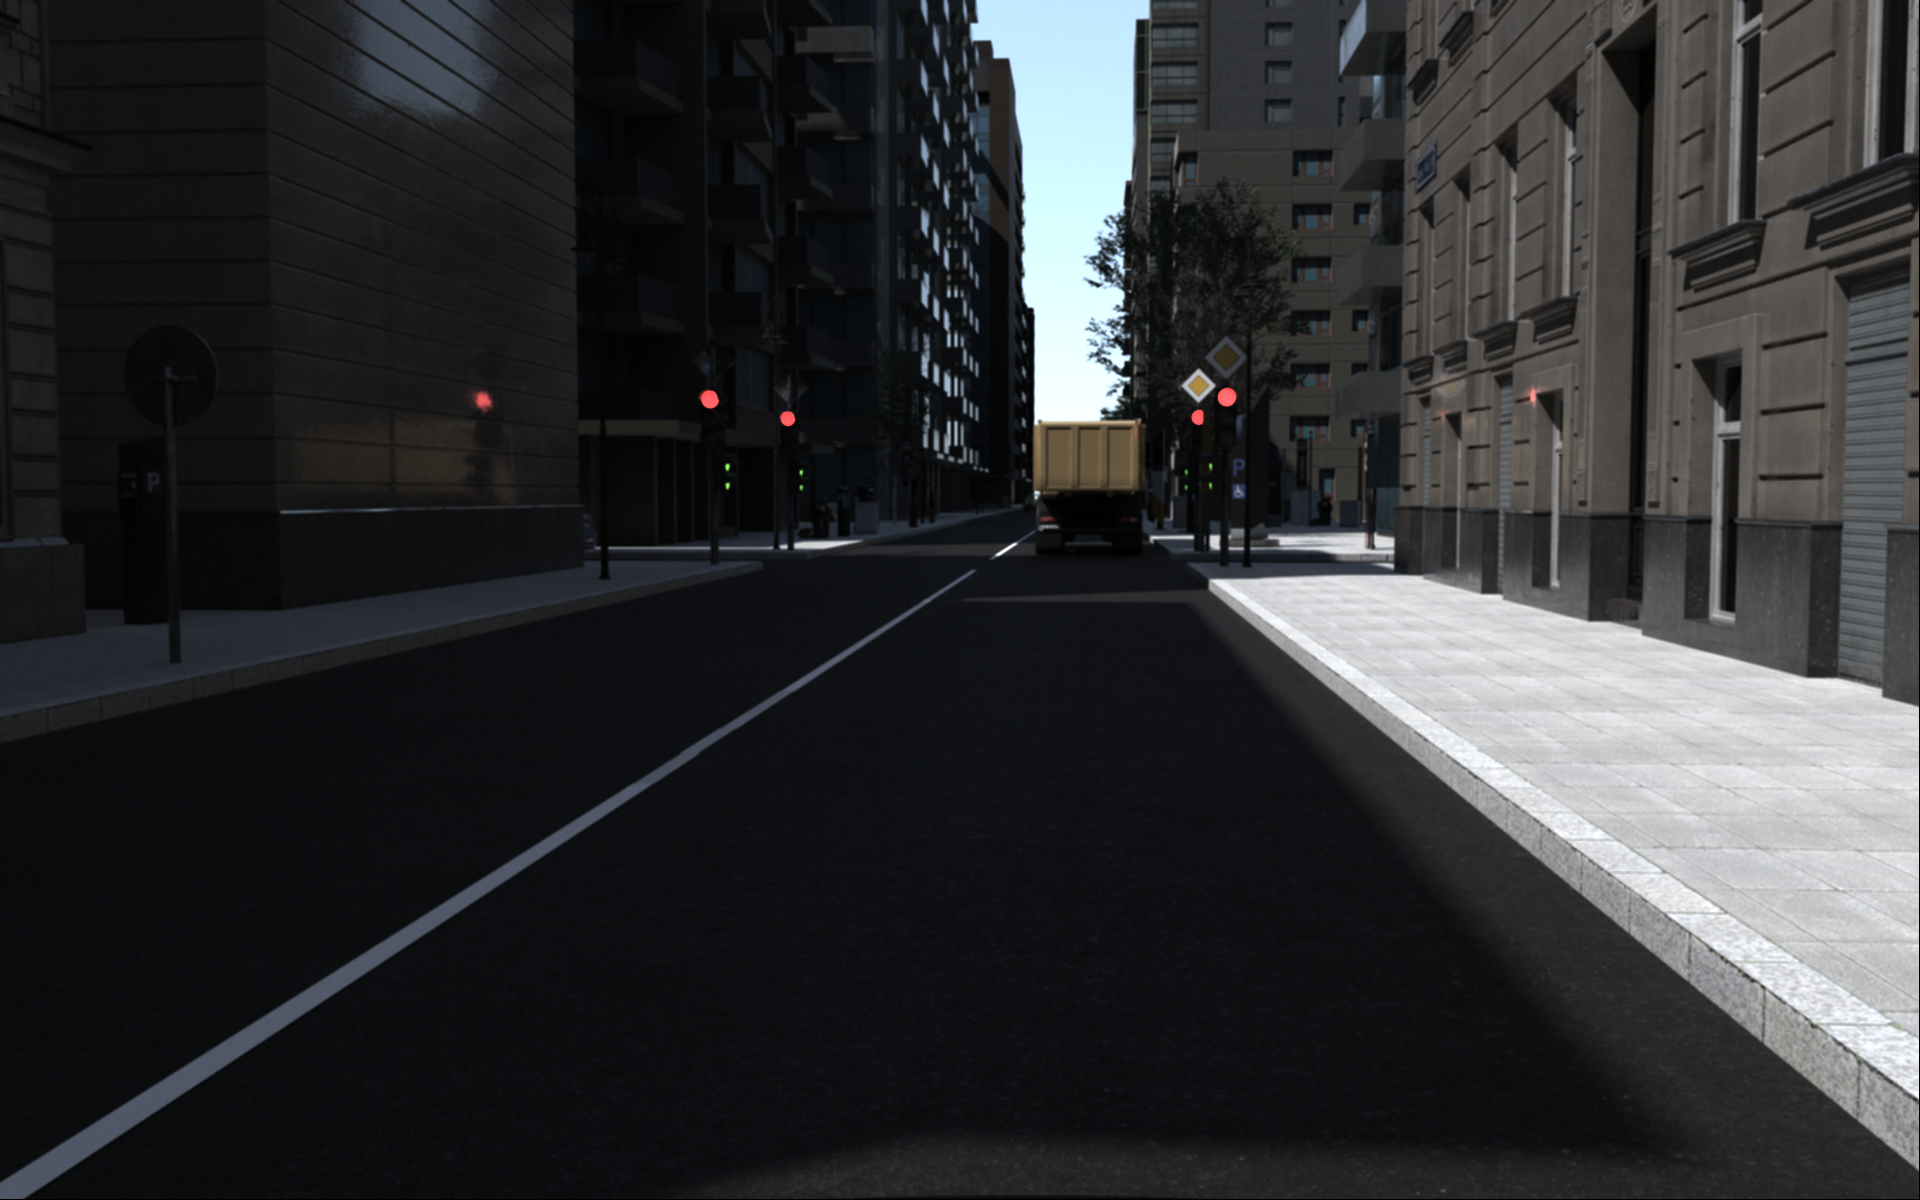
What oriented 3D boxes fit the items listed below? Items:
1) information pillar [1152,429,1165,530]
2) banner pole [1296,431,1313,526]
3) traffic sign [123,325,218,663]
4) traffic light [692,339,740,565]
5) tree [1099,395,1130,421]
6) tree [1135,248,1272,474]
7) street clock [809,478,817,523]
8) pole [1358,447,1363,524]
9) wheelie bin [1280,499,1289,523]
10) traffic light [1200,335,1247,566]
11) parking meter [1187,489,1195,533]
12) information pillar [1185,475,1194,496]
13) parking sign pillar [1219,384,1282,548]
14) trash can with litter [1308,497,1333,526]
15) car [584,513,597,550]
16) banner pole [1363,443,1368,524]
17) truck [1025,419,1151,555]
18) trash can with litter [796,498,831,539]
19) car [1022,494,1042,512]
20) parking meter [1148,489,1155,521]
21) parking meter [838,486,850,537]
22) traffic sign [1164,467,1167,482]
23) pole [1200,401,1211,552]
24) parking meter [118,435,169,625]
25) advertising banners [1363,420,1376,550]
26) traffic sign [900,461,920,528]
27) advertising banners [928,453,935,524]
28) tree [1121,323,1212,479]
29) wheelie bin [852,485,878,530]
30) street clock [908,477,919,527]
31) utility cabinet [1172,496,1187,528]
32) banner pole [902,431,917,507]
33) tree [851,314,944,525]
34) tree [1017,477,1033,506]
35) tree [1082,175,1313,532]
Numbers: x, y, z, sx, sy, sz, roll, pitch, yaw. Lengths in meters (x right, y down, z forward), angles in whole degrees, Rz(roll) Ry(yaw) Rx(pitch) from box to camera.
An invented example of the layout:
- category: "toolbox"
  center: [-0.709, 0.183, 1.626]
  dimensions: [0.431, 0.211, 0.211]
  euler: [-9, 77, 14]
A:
- category: "information pillar"
  center: [7.170, -4.355, 62.557]
  dimensions: [0.504, 3.616, 0.183]
  euler: [3, 5, 40]
- category: "banner pole"
  center: [13.664, -4.801, 68.519]
  dimensions: [0.863, 3.779, 0.401]
  euler: [-1, 4, -21]
- category: "traffic sign"
  center: [-5.958, -0.793, 13.072]
  dimensions: [0.768, 2.556, 0.104]
  euler: [1, 4, 8]
- category: "traffic light"
  center: [-4.448, -2.599, 31.410]
  dimensions: [0.839, 4.253, 0.868]
  euler: [0, 4, 4]
- category: "tree"
  center: [18.397, -17.052, 196.935]
  dimensions: [7.486, 12.596, 7.792]
  euler: [0, 3, 0]
- category: "tree"
  center: [7.257, -6.186, 51.505]
  dimensions: [4.360, 8.622, 3.978]
  euler: [0, 3, 0]
- category: "street clock"
  center: [-6.467, -4.383, 76.230]
  dimensions: [0.358, 2.002, 0.471]
  euler: [0, 4, 4]
- category: "pole"
  center: [17.284, -4.950, 74.780]
  dimensions: [0.158, 3.312, 0.155]
  euler: [0, 3, 0]
- category: "wheelie bin"
  center: [14.233, -4.233, 77.118]
  dimensions: [0.693, 1.594, 0.980]
  euler: [-2, 4, -31]
- category: "traffic light"
  center: [4.688, -2.557, 30.732]
  dimensions: [0.839, 4.253, 0.868]
  euler: [0, 4, 4]
- category: "parking meter"
  center: [7.677, -2.981, 57.152]
  dimensions: [0.372, 1.533, 0.369]
  euler: [0, 3, 0]
- category: "information pillar"
  center: [8.790, -3.765, 66.055]
  dimensions: [0.304, 2.012, 0.304]
  euler: [-2, 4, -23]
- category: "parking sign pillar"
  center: [7.030, -3.271, 41.959]
  dimensions: [1.447, 3.967, 1.447]
  euler: [2, 4, 34]
- category: "trash can with litter"
  center: [14.499, -3.574, 69.827]
  dimensions: [0.624, 1.170, 1.055]
  euler: [-3, 4, -38]
- category: "car"
  center: [-9.905, -1.481, 36.211]
  dimensions: [4.499, 1.417, 2.014]
  euler: [0, 4, 4]
- category: "banner pole"
  center: [17.398, -5.131, 73.914]
  dimensions: [0.401, 3.779, 0.863]
  euler: [0, 4, 5]
- category: "truck"
  center: [3.286, -2.959, 44.297]
  dimensions: [3.469, 3.379, 9.791]
  euler: [0, 4, 4]
- category: "trash can with litter"
  center: [-4.251, -2.367, 50.092]
  dimensions: [1.055, 1.170, 0.624]
  euler: [2, 4, 25]
- category: "car"
  center: [6.021, -7.913, 139.603]
  dimensions: [2.015, 1.641, 3.980]
  euler: [0, 4, 5]
- category: "parking meter"
  center: [9.246, -4.600, 83.616]
  dimensions: [0.372, 1.533, 0.369]
  euler: [0, 3, 0]
- category: "parking meter"
  center: [-3.513, -2.687, 52.348]
  dimensions: [0.372, 1.533, 0.369]
  euler: [0, 3, 0]
- category: "traffic sign"
  center: [7.306, -3.752, 63.477]
  dimensions: [0.606, 2.300, 0.079]
  euler: [1, 4, 13]
- category: "pole"
  center: [5.410, -2.710, 38.145]
  dimensions: [0.158, 3.312, 0.155]
  euler: [0, 3, 0]
- category: "parking meter"
  center: [-8.056, -0.695, 17.082]
  dimensions: [0.255, 1.863, 0.399]
  euler: [1, 4, 17]
- category: "advertising banners"
  center: [9.595, -2.717, 40.613]
  dimensions: [0.090, 3.025, 2.074]
  euler: [0, 4, 7]
- category: "traffic sign"
  center: [-1.927, -4.040, 66.162]
  dimensions: [0.768, 2.556, 0.104]
  euler: [1, 4, 9]
- category: "advertising banners"
  center: [-1.257, -4.827, 75.116]
  dimensions: [0.090, 3.025, 2.074]
  euler: [0, 4, 7]
- category: "tree"
  center: [8.746, -7.578, 74.269]
  dimensions: [4.737, 8.622, 4.395]
  euler: [0, 3, 0]
- category: "wheelie bin"
  center: [-3.267, -3.193, 60.109]
  dimensions: [0.693, 1.594, 0.980]
  euler: [2, 4, 28]
- category: "street clock"
  center: [-1.783, -3.804, 66.769]
  dimensions: [0.358, 2.002, 0.471]
  euler: [2, 4, 32]
- category: "utility cabinet"
  center: [8.490, -3.292, 64.980]
  dimensions: [1.020, 1.237, 0.306]
  euler: [-1, 4, -22]
- category: "banner pole"
  center: [-1.964, -4.816, 68.761]
  dimensions: [0.863, 3.779, 0.401]
  euler: [2, 4, 29]
- category: "tree"
  center: [-2.705, -7.415, 71.599]
  dimensions: [4.360, 8.622, 3.978]
  euler: [0, 3, 0]
- category: "tree"
  center: [7.281, -11.998, 190.768]
  dimensions: [1.663, 3.219, 1.824]
  euler: [0, 3, 0]
- category: "tree"
  center: [7.858, -8.083, 57.913]
  dimensions: [9.928, 11.665, 9.643]
  euler: [0, 3, 0]
